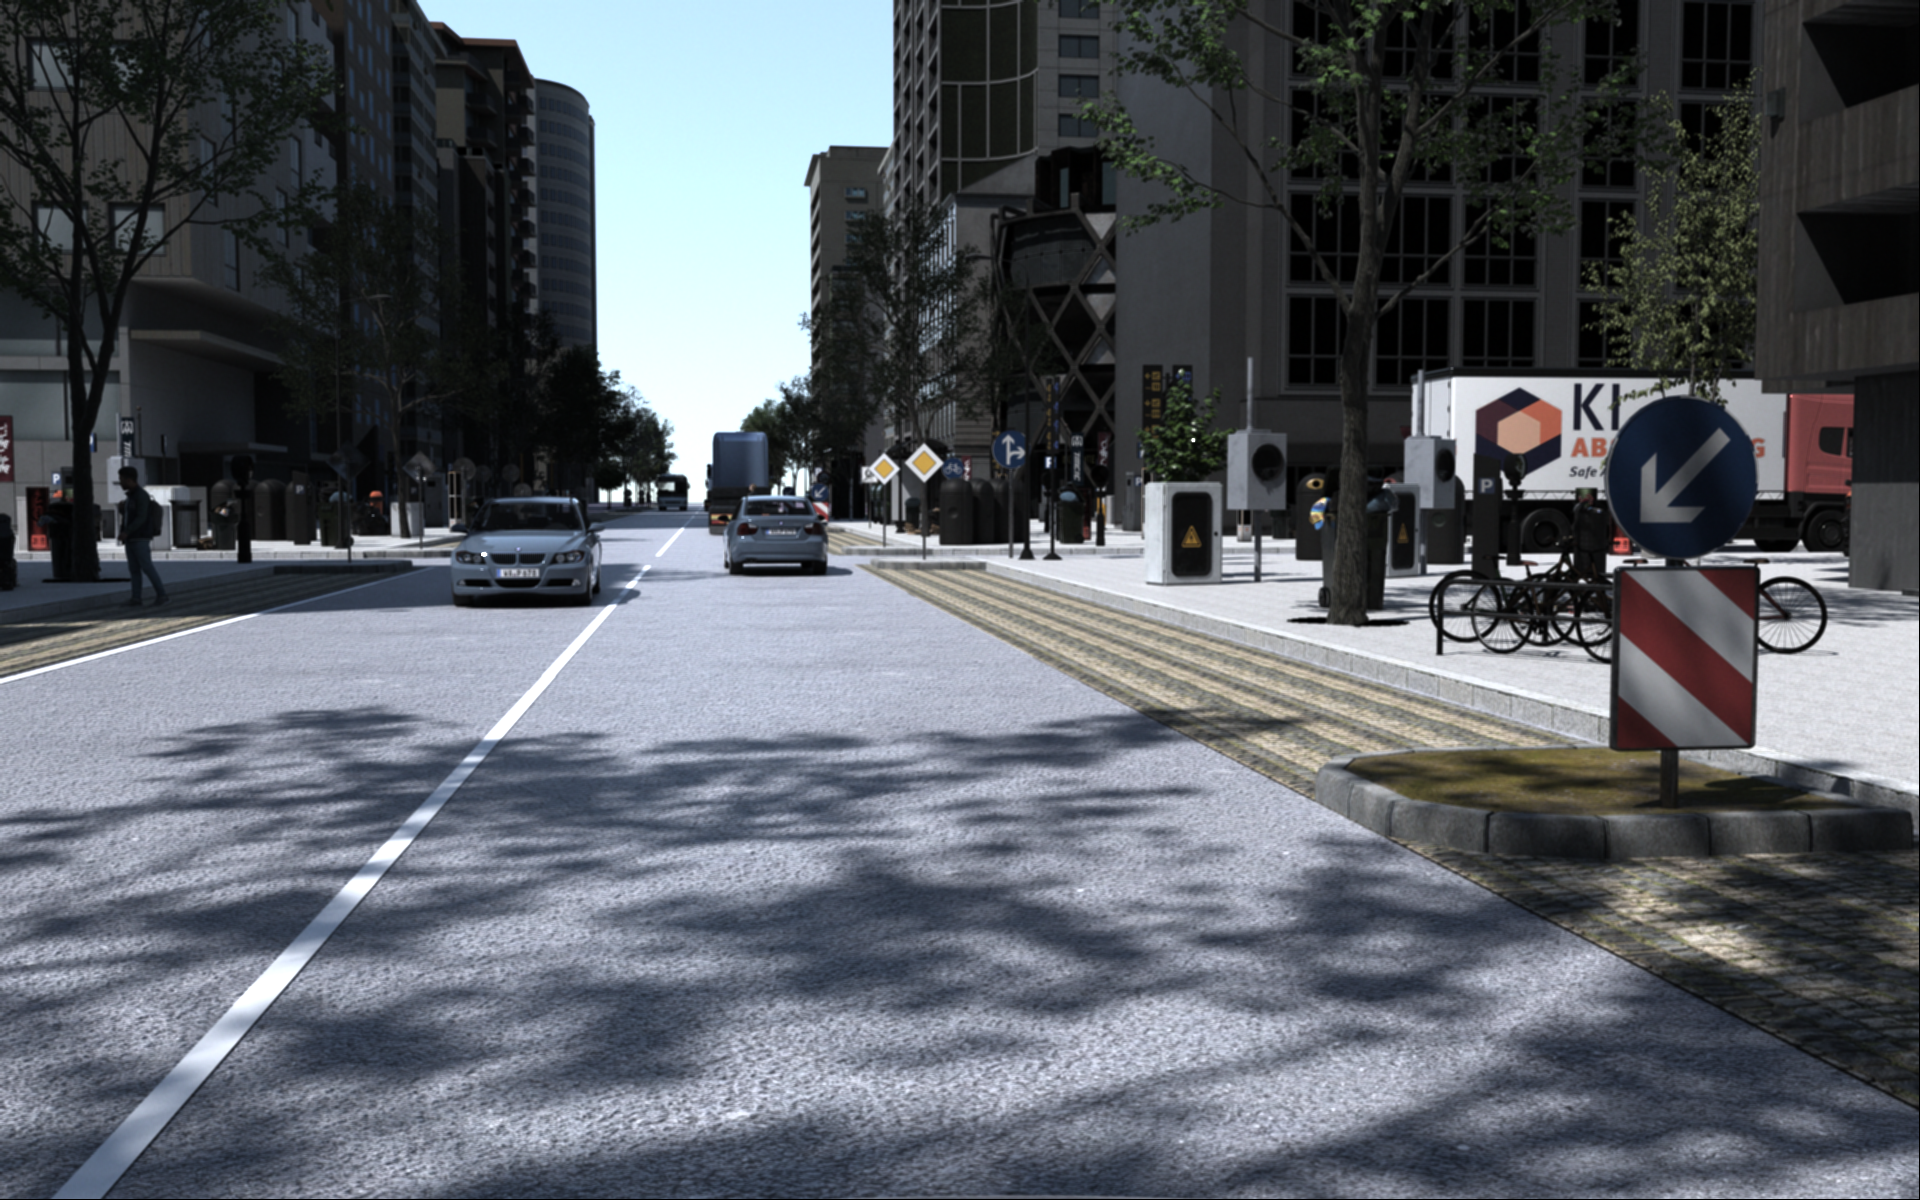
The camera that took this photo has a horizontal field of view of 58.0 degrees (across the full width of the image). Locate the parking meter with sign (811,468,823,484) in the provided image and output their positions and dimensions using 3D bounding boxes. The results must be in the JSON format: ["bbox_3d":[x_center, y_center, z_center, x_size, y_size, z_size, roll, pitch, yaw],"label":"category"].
[{"bbox_3d":[-9.451,-7.158,113.286,0.543,3.016,1.738,1,4,10],"label":"parking meter with sign"}]

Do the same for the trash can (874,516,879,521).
[{"bbox_3d":[-3.778,-4.314,82.192,0.748,1.137,0.748,0,3,0],"label":"trash can"}]

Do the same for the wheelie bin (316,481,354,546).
[{"bbox_3d":[-15.330,-2.118,42.530,0.980,1.594,0.693,1,4,22],"label":"wheelie bin"}]

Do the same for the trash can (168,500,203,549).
[{"bbox_3d":[-18.251,-1.785,40.837,0.748,1.137,0.748,0,3,0],"label":"trash can"}]

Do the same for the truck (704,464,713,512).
[{"bbox_3d":[-20.587,-9.738,148.970,2.967,4.110,18.799,0,4,-7],"label":"truck"}]

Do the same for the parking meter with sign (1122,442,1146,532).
[{"bbox_3d":[5.995,-3.842,59.081,0.543,3.016,1.738,-1,4,-16],"label":"parking meter with sign"}]

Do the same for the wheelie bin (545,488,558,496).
[{"bbox_3d":[-22.878,-5.452,97.051,0.693,1.594,0.980,-2,4,-30],"label":"wheelie bin"}]

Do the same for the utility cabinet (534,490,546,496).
[{"bbox_3d":[-25.001,-5.759,102.838,0.318,1.500,1.173,-3,5,-44],"label":"utility cabinet"}]

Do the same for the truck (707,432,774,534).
[{"bbox_3d":[-8.742,-4.867,69.335,2.967,4.110,18.799,0,4,-8],"label":"truck"}]

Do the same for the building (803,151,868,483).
[{"bbox_3d":[-8.512,-41.189,262.681,28.713,52.752,27.495,0,4,-8],"label":"building"}]

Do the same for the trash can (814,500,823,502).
[{"bbox_3d":[-8.077,-5.384,99.676,0.748,1.137,0.748,0,3,0],"label":"trash can"}]

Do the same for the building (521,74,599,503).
[{"bbox_3d":[-62.743,-42.928,243.873,21.231,58.520,28.212,0,4,-8],"label":"building"}]

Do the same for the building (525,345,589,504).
[{"bbox_3d":[-61.564,-22.712,216.381,27.650,21.520,28.899,0,4,-8],"label":"building"}]

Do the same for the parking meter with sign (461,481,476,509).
[{"bbox_3d":[-28.131,-6.224,98.029,1.738,3.016,0.543,1,4,15],"label":"parking meter with sign"}]

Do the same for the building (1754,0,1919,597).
[{"bbox_3d":[17.863,-15.227,20.665,14.160,30.474,14.107,0,4,-8],"label":"building"}]

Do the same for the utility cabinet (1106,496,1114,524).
[{"bbox_3d":[6.632,-3.809,73.444,0.306,1.237,1.020,3,5,44],"label":"utility cabinet"}]

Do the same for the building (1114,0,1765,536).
[{"bbox_3d":[18.533,-16.230,58.872,24.014,27.812,14.314,0,4,-8],"label":"building"}]

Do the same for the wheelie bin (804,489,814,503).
[{"bbox_3d":[-9.394,-6.170,108.787,0.693,1.594,0.980,1,4,10],"label":"wheelie bin"}]

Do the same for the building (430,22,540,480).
[{"bbox_3d":[-51.987,-31.136,163.697,22.147,44.769,28.867,0,4,-8],"label":"building"}]

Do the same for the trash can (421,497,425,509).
[{"bbox_3d":[-29.056,-5.015,93.657,0.748,1.137,0.748,0,3,0],"label":"trash can"}]

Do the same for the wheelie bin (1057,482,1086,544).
[{"bbox_3d":[2.866,-2.251,44.704,0.693,1.594,0.980,0,4,-8],"label":"wheelie bin"}]

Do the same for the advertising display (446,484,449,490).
[{"bbox_3d":[-32.891,-6.503,111.532,0.123,1.923,0.974,2,4,24],"label":"advertising display"}]

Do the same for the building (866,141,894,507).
[{"bbox_3d":[5.144,-29.542,174.885,32.217,40.220,23.993,0,4,-8],"label":"building"}]

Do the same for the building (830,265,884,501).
[{"bbox_3d":[-9.633,-27.425,220.098,14.160,30.474,14.107,0,4,-8],"label":"building"}]

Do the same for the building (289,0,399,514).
[{"bbox_3d":[-40.534,-27.407,98.215,14.600,45.320,14.200,0,4,-8],"label":"building"}]

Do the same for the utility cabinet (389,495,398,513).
[{"bbox_3d":[-27.289,-4.453,83.961,0.306,1.237,1.020,1,4,10],"label":"utility cabinet"}]

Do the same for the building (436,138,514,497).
[{"bbox_3d":[-44.921,-22.717,143.122,14.160,30.474,14.107,0,4,-8],"label":"building"}]

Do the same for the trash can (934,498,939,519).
[{"bbox_3d":[-0.531,-2.915,59.319,0.748,1.137,0.748,0,3,0],"label":"trash can"}]

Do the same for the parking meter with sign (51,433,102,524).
[{"bbox_3d":[-25.218,-3.215,48.827,0.543,3.016,1.738,1,4,20],"label":"parking meter with sign"}]

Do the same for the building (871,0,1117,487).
[{"bbox_3d":[3.216,-43.547,150.249,20.563,71.187,20.611,0,4,-8],"label":"building"}]

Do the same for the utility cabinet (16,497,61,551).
[{"bbox_3d":[-20.849,-1.716,39.226,1.020,1.237,0.306,1,4,20],"label":"utility cabinet"}]

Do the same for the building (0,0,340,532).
[{"bbox_3d":[-41.234,-29.331,68.807,28.713,52.752,27.495,0,4,-8],"label":"building"}]

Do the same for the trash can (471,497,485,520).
[{"bbox_3d":[-20.928,-3.874,74.989,0.748,1.137,0.748,0,3,0],"label":"trash can"}]

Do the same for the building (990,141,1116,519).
[{"bbox_3d":[9.831,-13.733,91.987,16.820,18.784,16.811,0,4,-8],"label":"building"}]

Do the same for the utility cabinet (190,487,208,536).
[{"bbox_3d":[-23.462,-2.677,52.450,1.173,1.500,0.318,-3,5,-40],"label":"utility cabinet"}]

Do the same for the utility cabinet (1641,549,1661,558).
[{"bbox_3d":[14.051,-1.592,34.705,1.173,1.500,0.318,-3,5,-44],"label":"utility cabinet"}]

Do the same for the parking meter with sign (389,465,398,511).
[{"bbox_3d":[-30.914,-6.023,94.729,0.543,3.016,1.738,-2,4,-28],"label":"parking meter with sign"}]

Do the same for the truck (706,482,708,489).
[{"bbox_3d":[-29.840,-13.463,216.047,3.469,3.379,9.791,-1,4,-9],"label":"truck"}]

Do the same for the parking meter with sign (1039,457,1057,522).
[{"bbox_3d":[4.003,-5.107,79.768,0.543,3.016,1.738,1,4,15],"label":"parking meter with sign"}]

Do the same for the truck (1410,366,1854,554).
[{"bbox_3d":[16.179,-3.113,39.817,11.283,4.237,2.839,0,4,-6],"label":"truck"}]

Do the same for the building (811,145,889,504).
[{"bbox_3d":[-9.146,-37.570,237.972,21.300,48.544,21.600,0,4,-8],"label":"building"}]

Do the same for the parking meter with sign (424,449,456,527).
[{"bbox_3d":[-20.294,-4.310,66.725,1.738,3.016,0.543,-1,4,-15],"label":"parking meter with sign"}]

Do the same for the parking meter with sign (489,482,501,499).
[{"bbox_3d":[-30.299,-7.134,112.901,0.543,3.016,1.738,2,4,27],"label":"parking meter with sign"}]

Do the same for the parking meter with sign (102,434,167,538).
[{"bbox_3d":[-24.032,-3.310,50.381,1.738,3.016,0.543,-1,4,-19],"label":"parking meter with sign"}]

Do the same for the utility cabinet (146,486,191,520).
[{"bbox_3d":[-20.832,-2.238,45.265,1.173,1.500,0.318,1,4,9],"label":"utility cabinet"}]

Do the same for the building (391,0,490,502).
[{"bbox_3d":[-50.446,-26.328,122.343,32.217,40.220,23.993,0,4,-8],"label":"building"}]

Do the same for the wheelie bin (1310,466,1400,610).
[{"bbox_3d":[4.430,-0.698,19.317,0.980,1.594,0.693,0,4,-5],"label":"wheelie bin"}]

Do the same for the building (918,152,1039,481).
[{"bbox_3d":[3.036,-15.905,109.203,9.793,20.994,18.267,0,4,-8],"label":"building"}]
